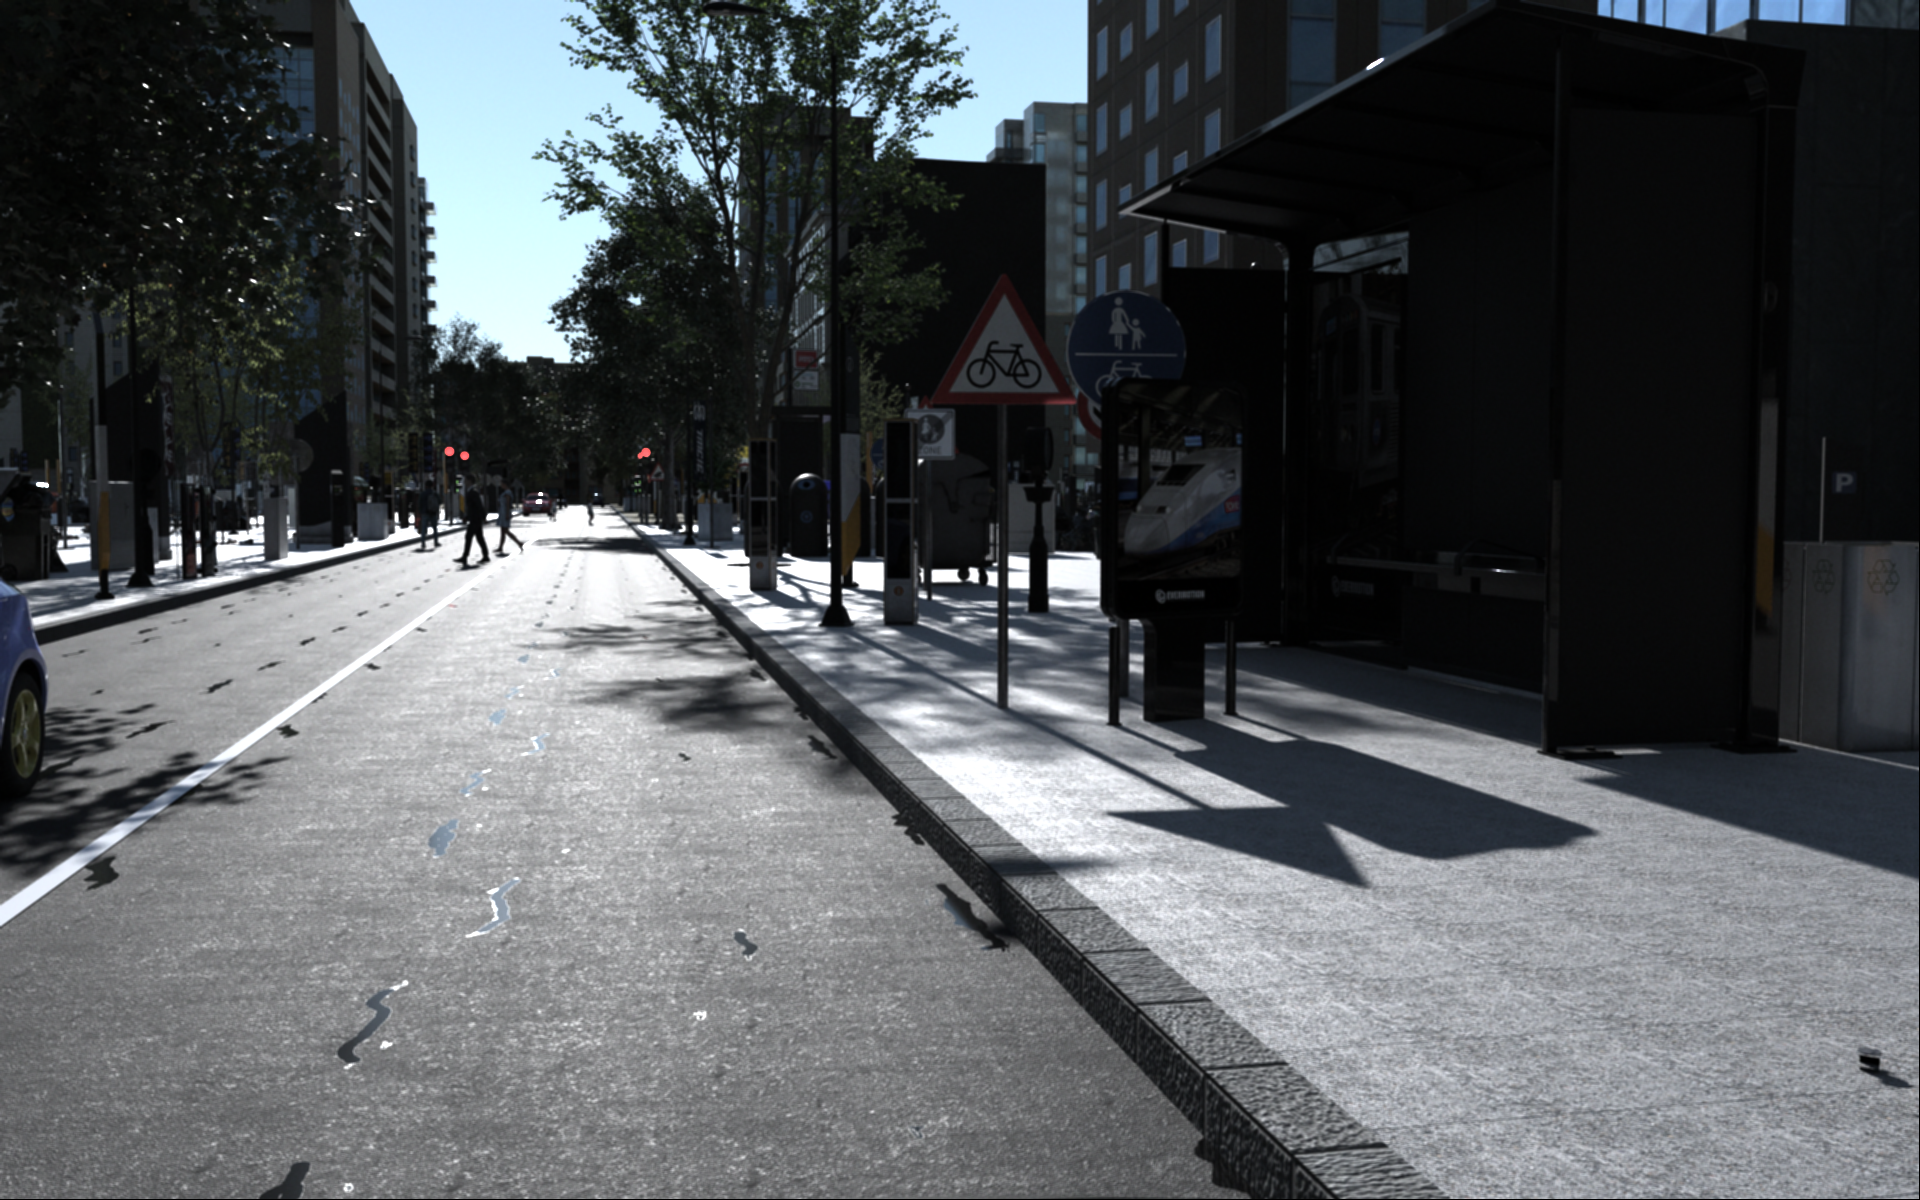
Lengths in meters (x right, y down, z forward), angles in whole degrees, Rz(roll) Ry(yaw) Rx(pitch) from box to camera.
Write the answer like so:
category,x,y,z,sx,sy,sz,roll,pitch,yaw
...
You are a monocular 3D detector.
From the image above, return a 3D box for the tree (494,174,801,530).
category,x,y,z,sx,sy,sz,roll,pitch,yaw
tree,-10.449,-8.859,61.859,9.611,12.733,9.660,0,3,0

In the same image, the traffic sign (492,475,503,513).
category,x,y,z,sx,sy,sz,roll,pitch,yaw
traffic sign,-30.666,-7.016,114.816,0.768,2.556,0.104,0,4,-4

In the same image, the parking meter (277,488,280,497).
category,x,y,z,sx,sy,sz,roll,pitch,yaw
parking meter,-29.688,-4.091,75.293,0.372,1.533,0.369,0,3,0

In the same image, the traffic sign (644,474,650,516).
category,x,y,z,sx,sy,sz,roll,pitch,yaw
traffic sign,-18.859,-6.324,103.503,0.768,2.556,0.104,0,4,-5

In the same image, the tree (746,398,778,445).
category,x,y,z,sx,sy,sz,roll,pitch,yaw
tree,-15.253,-10.952,129.434,4.360,8.622,3.978,0,3,0

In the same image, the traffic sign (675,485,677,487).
category,x,y,z,sx,sy,sz,roll,pitch,yaw
traffic sign,-21.296,-7.846,128.289,0.884,2.594,0.081,-1,4,-12

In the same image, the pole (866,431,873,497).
category,x,y,z,sx,sy,sz,roll,pitch,yaw
pole,-2.958,-3.833,56.515,0.158,3.312,0.155,0,3,0

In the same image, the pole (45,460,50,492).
category,x,y,z,sx,sy,sz,roll,pitch,yaw
pole,-54.141,-6.665,102.819,0.158,3.312,0.155,0,3,0

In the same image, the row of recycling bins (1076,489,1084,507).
category,x,y,z,sx,sy,sz,roll,pitch,yaw
row of recycling bins,9.854,-8.221,141.520,1.069,1.692,3.534,3,4,37

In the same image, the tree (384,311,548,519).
category,x,y,z,sx,sy,sz,roll,pitch,yaw
tree,-25.112,-9.364,87.509,8.767,10.594,7.601,0,4,4

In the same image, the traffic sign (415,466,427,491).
category,x,y,z,sx,sy,sz,roll,pitch,yaw
traffic sign,-24.632,-4.861,79.586,0.768,2.556,0.104,0,4,-5

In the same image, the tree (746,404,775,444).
category,x,y,z,sx,sy,sz,roll,pitch,yaw
tree,-15.523,-11.428,137.209,4.737,8.622,4.395,0,3,0

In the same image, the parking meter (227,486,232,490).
category,x,y,z,sx,sy,sz,roll,pitch,yaw
parking meter,-49.808,-6.884,118.269,0.399,1.863,0.255,0,4,7

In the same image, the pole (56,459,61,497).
category,x,y,z,sx,sy,sz,roll,pitch,yaw
pole,-53.100,-6.619,102.070,0.158,3.312,0.155,0,3,0

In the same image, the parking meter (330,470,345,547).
category,x,y,z,sx,sy,sz,roll,pitch,yaw
parking meter,-15.069,-2.214,41.912,0.255,1.863,0.399,-2,4,-28

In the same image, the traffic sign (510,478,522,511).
category,x,y,z,sx,sy,sz,roll,pitch,yaw
traffic sign,-34.263,-8.176,133.679,0.884,2.594,0.081,-1,4,-11

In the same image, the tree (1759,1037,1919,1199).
category,x,y,z,sx,sy,sz,roll,pitch,yaw
tree,2.367,-4.719,2.906,9.928,11.665,9.643,0,3,0

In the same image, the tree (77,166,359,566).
category,x,y,z,sx,sy,sz,roll,pitch,yaw
tree,-13.416,-4.910,30.635,4.360,8.622,3.978,0,3,0

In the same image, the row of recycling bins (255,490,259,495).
category,x,y,z,sx,sy,sz,roll,pitch,yaw
row of recycling bins,-54.312,-7.938,136.894,3.534,1.692,1.069,-3,4,-36

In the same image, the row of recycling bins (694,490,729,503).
category,x,y,z,sx,sy,sz,roll,pitch,yaw
row of recycling bins,-16.692,-6.750,117.477,3.534,1.692,1.069,-1,4,-14

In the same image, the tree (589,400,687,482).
category,x,y,z,sx,sy,sz,roll,pitch,yaw
tree,-25.330,-14.136,137.772,9.857,13.997,8.962,0,3,0

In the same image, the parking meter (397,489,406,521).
category,x,y,z,sx,sy,sz,roll,pitch,yaw
parking meter,-26.315,-4.478,81.632,0.372,1.533,0.369,0,3,0

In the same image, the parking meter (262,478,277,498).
category,x,y,z,sx,sy,sz,roll,pitch,yaw
parking meter,-23.163,-3.206,58.128,0.255,1.863,0.399,3,5,42

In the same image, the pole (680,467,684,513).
category,x,y,z,sx,sy,sz,roll,pitch,yaw
pole,-19.137,-7.674,119.312,0.158,3.312,0.155,0,3,0

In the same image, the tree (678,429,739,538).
category,x,y,z,sx,sy,sz,roll,pitch,yaw
tree,-7.221,-3.419,50.509,1.663,3.219,1.824,0,3,0

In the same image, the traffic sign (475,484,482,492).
category,x,y,z,sx,sy,sz,roll,pitch,yaw
traffic sign,-41.298,-9.086,148.561,0.884,2.594,0.081,-1,4,-9

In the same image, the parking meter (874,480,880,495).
category,x,y,z,sx,sy,sz,roll,pitch,yaw
parking meter,-3.392,-4.058,72.061,0.255,1.863,0.399,1,4,13

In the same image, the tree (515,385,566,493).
category,x,y,z,sx,sy,sz,roll,pitch,yaw
tree,-42.031,-15.398,169.880,7.486,12.596,7.792,0,3,0

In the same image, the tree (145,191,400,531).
category,x,y,z,sx,sy,sz,roll,pitch,yaw
tree,-14.878,-5.336,37.609,4.737,8.622,4.395,0,3,0

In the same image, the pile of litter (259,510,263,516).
category,x,y,z,sx,sy,sz,roll,pitch,yaw
pile of litter,-40.172,-5.338,101.240,1.719,0.858,1.176,-1,4,-12

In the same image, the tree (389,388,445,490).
category,x,y,z,sx,sy,sz,roll,pitch,yaw
tree,-36.109,-10.100,115.492,4.360,8.622,3.978,0,3,0

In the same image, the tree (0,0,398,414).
category,x,y,z,sx,sy,sz,roll,pitch,yaw
tree,-9.423,-5.892,13.335,9.611,12.733,9.660,0,3,0

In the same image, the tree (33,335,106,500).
category,x,y,z,sx,sy,sz,roll,pitch,yaw
tree,-40.988,-8.004,81.230,4.737,8.622,4.395,0,3,0

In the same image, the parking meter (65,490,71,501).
category,x,y,z,sx,sy,sz,roll,pitch,yaw
parking meter,-53.975,-5.897,104.834,0.372,1.533,0.369,0,3,0

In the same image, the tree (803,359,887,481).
category,x,y,z,sx,sy,sz,roll,pitch,yaw
tree,-6.183,-8.820,94.572,4.737,8.622,4.395,0,3,0

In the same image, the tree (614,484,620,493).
category,x,y,z,sx,sy,sz,roll,pitch,yaw
tree,-42.835,-13.761,219.594,1.663,3.219,1.824,0,3,0

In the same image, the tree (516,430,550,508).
category,x,y,z,sx,sy,sz,roll,pitch,yaw
tree,-41.155,-12.905,161.366,4.737,8.622,4.395,0,3,0

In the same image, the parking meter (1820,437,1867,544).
category,x,y,z,sx,sy,sz,roll,pitch,yaw
parking meter,9.121,-0.746,17.901,0.399,1.863,0.255,1,4,20

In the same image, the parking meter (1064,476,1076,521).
category,x,y,z,sx,sy,sz,roll,pitch,yaw
parking meter,3.574,-3.082,56.109,0.255,1.863,0.399,-2,4,-26

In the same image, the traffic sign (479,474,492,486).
category,x,y,z,sx,sy,sz,roll,pitch,yaw
traffic sign,-29.377,-6.555,107.272,0.768,2.556,0.104,0,4,-3

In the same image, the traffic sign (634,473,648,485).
category,x,y,z,sx,sy,sz,roll,pitch,yaw
traffic sign,-18.064,-5.994,98.107,0.768,2.556,0.104,0,4,-8

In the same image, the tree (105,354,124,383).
category,x,y,z,sx,sy,sz,roll,pitch,yaw
tree,-28.988,-7.037,65.421,4.737,8.622,4.395,0,3,0

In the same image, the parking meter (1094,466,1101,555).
category,x,y,z,sx,sy,sz,roll,pitch,yaw
parking meter,3.024,-1.867,36.236,0.399,1.863,0.255,3,5,42

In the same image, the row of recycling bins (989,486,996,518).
category,x,y,z,sx,sy,sz,roll,pitch,yaw
row of recycling bins,2.775,-5.004,88.928,3.534,1.692,1.069,0,4,3

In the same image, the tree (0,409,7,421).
category,x,y,z,sx,sy,sz,roll,pitch,yaw
tree,-49.617,-8.274,85.644,4.360,8.622,3.978,0,3,0

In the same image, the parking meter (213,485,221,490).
category,x,y,z,sx,sy,sz,roll,pitch,yaw
parking meter,-46.658,-6.305,108.802,0.255,1.863,0.399,3,4,36

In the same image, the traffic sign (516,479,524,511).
category,x,y,z,sx,sy,sz,roll,pitch,yaw
traffic sign,-34.415,-8.184,134.995,0.795,2.450,0.064,0,4,-7

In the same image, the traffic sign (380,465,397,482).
category,x,y,z,sx,sy,sz,roll,pitch,yaw
traffic sign,-25.181,-4.653,76.078,0.884,2.594,0.081,-1,4,-10

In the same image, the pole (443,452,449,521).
category,x,y,z,sx,sy,sz,roll,pitch,yaw
pole,-24.766,-5.479,83.424,0.158,3.312,0.155,0,3,0

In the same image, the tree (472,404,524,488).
category,x,y,z,sx,sy,sz,roll,pitch,yaw
tree,-34.459,-10.963,129.600,4.360,8.622,3.978,0,3,0

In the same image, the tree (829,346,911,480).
category,x,y,z,sx,sy,sz,roll,pitch,yaw
tree,-4.511,-8.168,83.903,4.360,8.622,3.978,0,3,0

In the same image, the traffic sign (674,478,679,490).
category,x,y,z,sx,sy,sz,roll,pitch,yaw
traffic sign,-21.213,-7.853,128.495,0.768,2.556,0.104,0,4,-3

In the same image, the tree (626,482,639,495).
category,x,y,z,sx,sy,sz,roll,pitch,yaw
tree,-26.864,-9.164,144.430,1.663,3.219,1.824,0,3,0

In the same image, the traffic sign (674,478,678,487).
category,x,y,z,sx,sy,sz,roll,pitch,yaw
traffic sign,-21.063,-7.757,126.937,0.768,2.556,0.104,-1,4,-11

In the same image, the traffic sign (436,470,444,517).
category,x,y,z,sx,sy,sz,roll,pitch,yaw
traffic sign,-27.797,-5.654,92.444,0.884,2.594,0.081,-1,4,-11

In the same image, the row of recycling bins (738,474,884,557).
category,x,y,z,sx,sy,sz,roll,pitch,yaw
row of recycling bins,-2.702,-1.740,35.564,3.534,1.692,1.069,0,4,3

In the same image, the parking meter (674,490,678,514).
category,x,y,z,sx,sy,sz,roll,pitch,yaw
parking meter,-18.532,-6.385,112.803,0.372,1.533,0.369,0,3,0

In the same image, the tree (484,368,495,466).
category,x,y,z,sx,sy,sz,roll,pitch,yaw
tree,-36.789,-13.725,141.414,9.611,12.733,9.660,0,3,0
